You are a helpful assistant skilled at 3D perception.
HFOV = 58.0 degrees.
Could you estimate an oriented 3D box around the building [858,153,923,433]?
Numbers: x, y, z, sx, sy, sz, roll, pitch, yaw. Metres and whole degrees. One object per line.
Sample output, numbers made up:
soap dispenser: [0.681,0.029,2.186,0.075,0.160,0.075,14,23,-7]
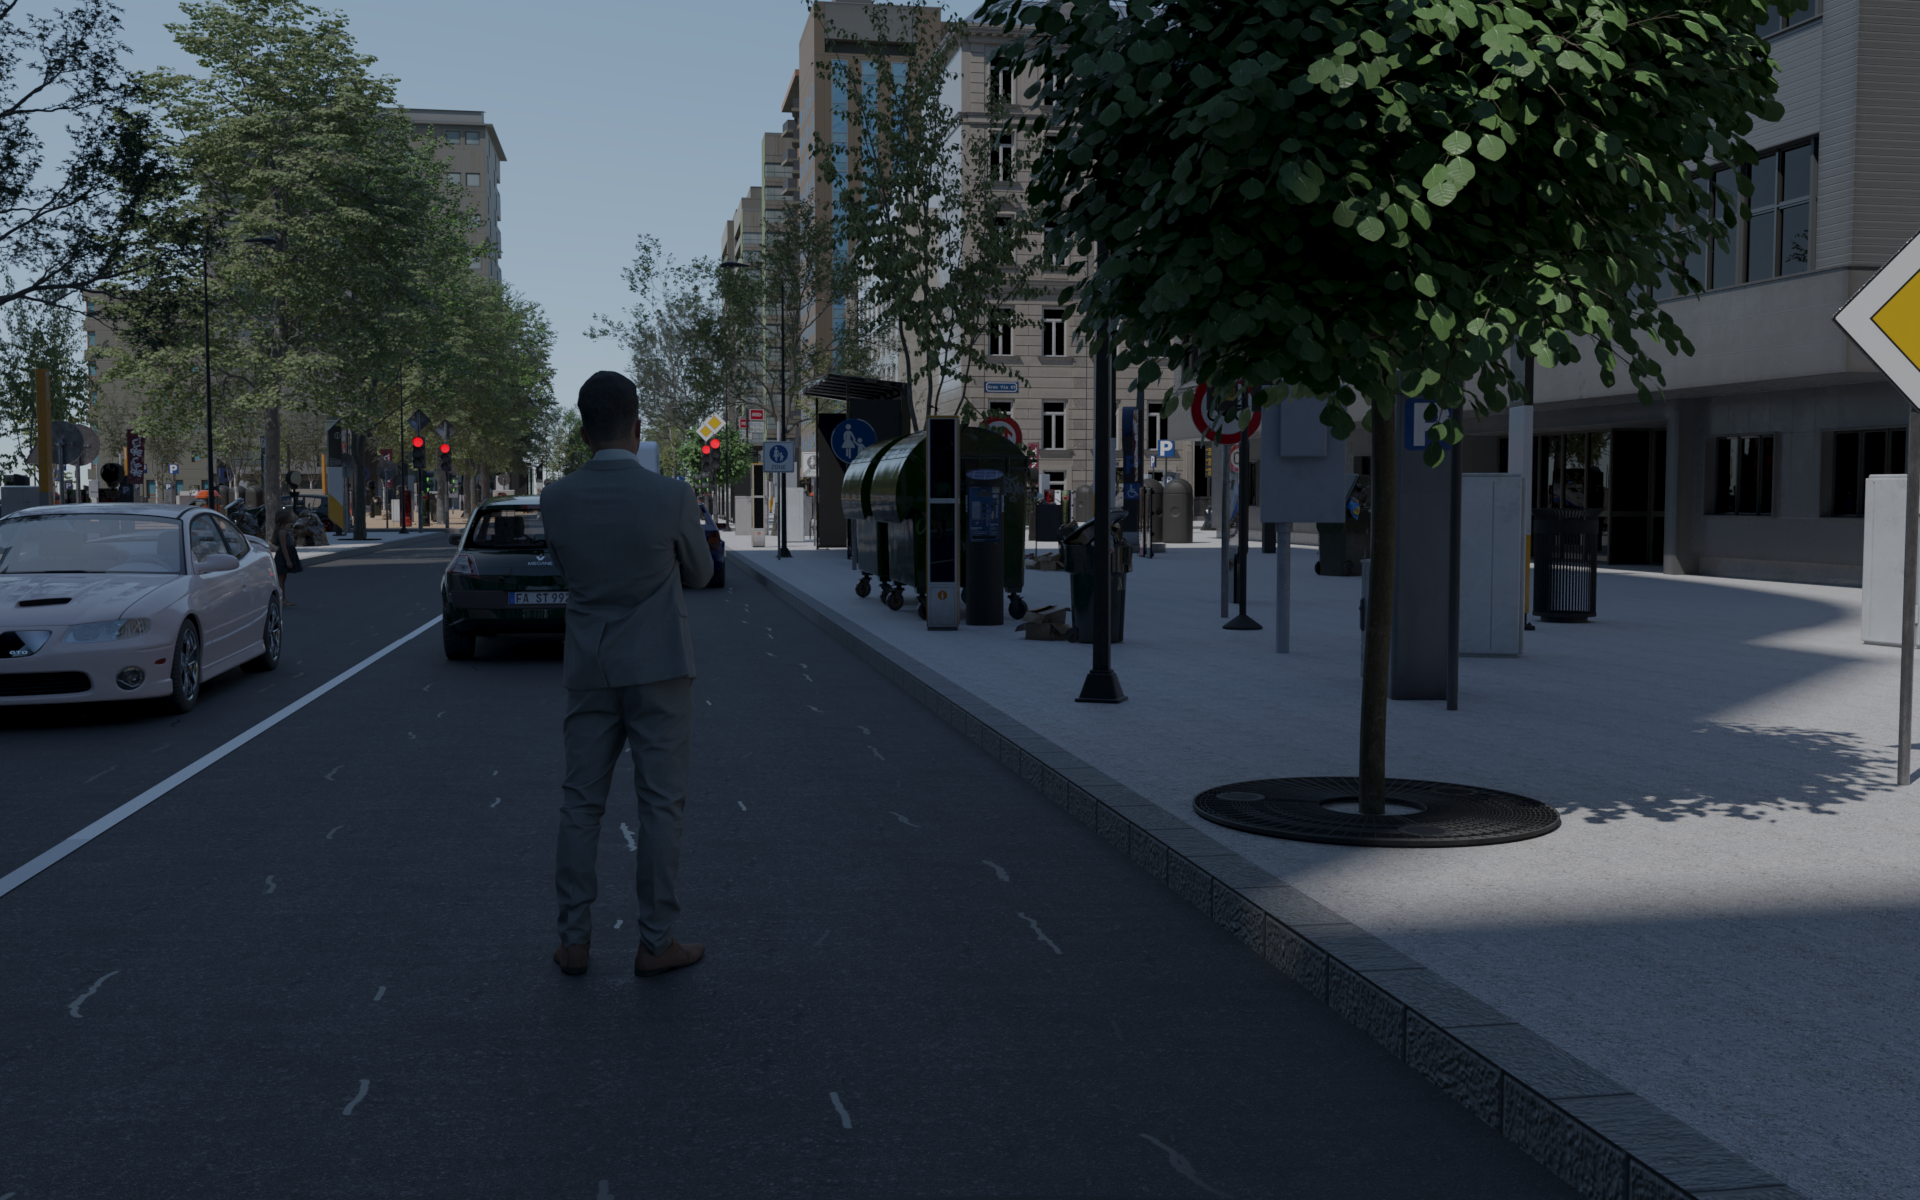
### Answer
building: [0.278,-15.066,101.084,10.420,20.320,16.860,-1,4,-10]

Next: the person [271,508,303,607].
person: [-8.563,-0.542,22.024,0.373,1.253,0.362,-1,4,-12]

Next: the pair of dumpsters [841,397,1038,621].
pair of dumpsters: [-0.301,-1.042,19.523,1.574,2.255,4.437,-1,4,-11]

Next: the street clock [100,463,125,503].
street clock: [-19.674,-2.183,40.255,0.471,2.002,0.358,0,4,2]

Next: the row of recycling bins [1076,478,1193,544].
row of recycling bins: [4.761,-2.386,46.121,1.069,1.692,3.534,-3,5,-41]

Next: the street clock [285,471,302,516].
street clock: [-20.733,-3.021,53.958,0.358,2.002,0.471,2,4,28]

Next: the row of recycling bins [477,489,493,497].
row of recycling bins: [-35.963,-7.753,133.867,3.534,1.692,1.069,-1,4,-9]

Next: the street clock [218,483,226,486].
street clock: [-47.979,-6.612,112.672,0.471,2.002,0.358,1,4,8]

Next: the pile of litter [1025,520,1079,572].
pile of litter: [1.616,-0.945,29.417,1.176,0.858,1.719,1,4,16]

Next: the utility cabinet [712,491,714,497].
utility cabinet: [-17.460,-7.186,126.176,1.173,1.500,0.318,0,4,7]

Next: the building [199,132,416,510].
building: [-53.152,-22.660,142.193,14.160,30.474,14.107,-1,4,-10]

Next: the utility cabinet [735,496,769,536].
utility cabinet: [-6.448,-2.602,53.705,1.020,1.237,0.306,0,4,0]

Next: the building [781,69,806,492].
building: [-6.900,-32.107,179.578,22.147,44.769,28.867,-1,4,-10]

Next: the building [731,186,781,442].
building: [-23.673,-39.474,269.107,21.300,48.544,21.600,-1,4,-10]

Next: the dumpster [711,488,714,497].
dumpster: [-20.027,-8.322,138.557,1.502,2.255,1.985,-1,4,-10]

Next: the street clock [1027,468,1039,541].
street clock: [1.983,-2.618,47.372,0.358,2.002,0.471,-1,4,-12]

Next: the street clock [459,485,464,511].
street clock: [-38.180,-7.840,132.754,0.358,2.002,0.471,2,4,28]

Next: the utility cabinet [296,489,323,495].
utility cabinet: [-28.842,-4.160,76.700,1.173,1.500,0.318,-2,4,-33]

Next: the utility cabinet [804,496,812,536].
utility cabinet: [-4.948,-2.575,53.266,0.306,1.237,1.020,-3,5,-41]

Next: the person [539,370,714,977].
person: [-1.009,0.207,5.296,0.511,1.800,0.466,0,4,-5]

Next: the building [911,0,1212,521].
building: [10.913,-17.722,87.022,25.104,27.353,12.463,-1,4,-10]

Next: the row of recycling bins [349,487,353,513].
row of recycling bins: [-36.606,-5.879,103.230,1.069,1.692,3.534,-1,4,-16]

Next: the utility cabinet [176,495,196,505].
utility cabinet: [-36.344,-4.304,81.539,0.306,1.237,1.020,2,4,34]

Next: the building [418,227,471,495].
building: [-60.237,-25.258,184.671,14.160,30.474,14.107,-1,4,-10]

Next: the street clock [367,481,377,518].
street clock: [-31.512,-5.398,92.832,0.471,2.002,0.358,-3,5,-44]

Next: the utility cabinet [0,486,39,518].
utility cabinet: [-25.107,-2.317,46.569,1.173,1.500,0.318,0,4,-4]

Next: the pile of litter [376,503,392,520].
pile of litter: [-28.252,-4.415,86.150,1.719,0.858,1.176,0,4,-4]

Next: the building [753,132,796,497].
building: [-15.830,-31.575,199.844,14.154,41.232,14.086,-1,4,-10]

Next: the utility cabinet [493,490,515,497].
utility cabinet: [-25.711,-5.442,97.662,1.173,1.500,0.318,0,4,-1]

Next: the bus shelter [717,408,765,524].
bus shelter: [-9.793,-6.190,78.831,2.179,5.291,8.768,-1,4,-10]

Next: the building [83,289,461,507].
building: [-62.778,-19.426,162.656,27.650,21.520,28.899,-1,4,-10]

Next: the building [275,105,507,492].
building: [-78.005,-39.793,239.853,28.713,52.752,27.495,-1,4,-10]

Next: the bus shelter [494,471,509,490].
bus shelter: [-33.803,-8.281,129.317,2.014,3.302,5.546,-1,4,-10]

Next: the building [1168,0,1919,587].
building: [15.405,-13.274,36.098,14.314,24.678,30.058,-1,4,-10]

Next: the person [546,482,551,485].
person: [-13.119,-2.846,55.215,0.466,1.800,0.511,-1,4,-14]

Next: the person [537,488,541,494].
person: [-23.384,-5.343,96.405,0.362,1.759,0.519,-1,4,-19]

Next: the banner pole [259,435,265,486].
banner pole: [-26.056,-4.607,65.339,0.401,3.779,0.863,2,4,24]

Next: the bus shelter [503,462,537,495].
bus shelter: [-29.517,-8.415,115.221,2.179,5.291,8.768,-1,4,-10]

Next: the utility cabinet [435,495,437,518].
utility cabinet: [-28.161,-5.044,93.628,0.306,1.237,1.020,-1,4,-20]

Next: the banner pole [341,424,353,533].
banner pole: [-20.154,-4.087,56.838,0.401,3.779,0.863,0,4,-3]

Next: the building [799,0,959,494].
building: [-6.958,-31.016,157.214,14.600,45.320,14.200,-1,4,-10]

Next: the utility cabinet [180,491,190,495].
utility cabinet: [-57.774,-7.402,129.701,1.173,1.500,0.318,1,4,10]

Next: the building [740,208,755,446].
building: [-24.653,-34.682,250.644,14.154,41.232,14.086,-1,4,-10]

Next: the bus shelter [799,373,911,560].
bus shelter: [-2.274,-2.795,36.974,1.731,3.624,6.357,-1,4,-10]

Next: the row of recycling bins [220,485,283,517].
row of recycling bins: [-33.902,-4.610,82.487,3.534,1.692,1.069,1,4,11]

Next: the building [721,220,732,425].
building: [-28.645,-40.776,290.394,21.300,48.544,21.600,-1,4,-10]

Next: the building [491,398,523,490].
building: [-82.862,-25.925,268.910,27.650,21.520,28.899,-1,4,-10]

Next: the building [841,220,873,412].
building: [-1.349,-18.822,126.827,14.460,24.649,34.723,-1,4,-10]

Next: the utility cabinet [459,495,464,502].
utility cabinet: [-38.545,-7.519,134.091,0.306,1.237,1.020,-1,4,-21]

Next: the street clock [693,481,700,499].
street clock: [-12.409,-4.707,81.522,0.358,2.002,0.471,1,4,8]
